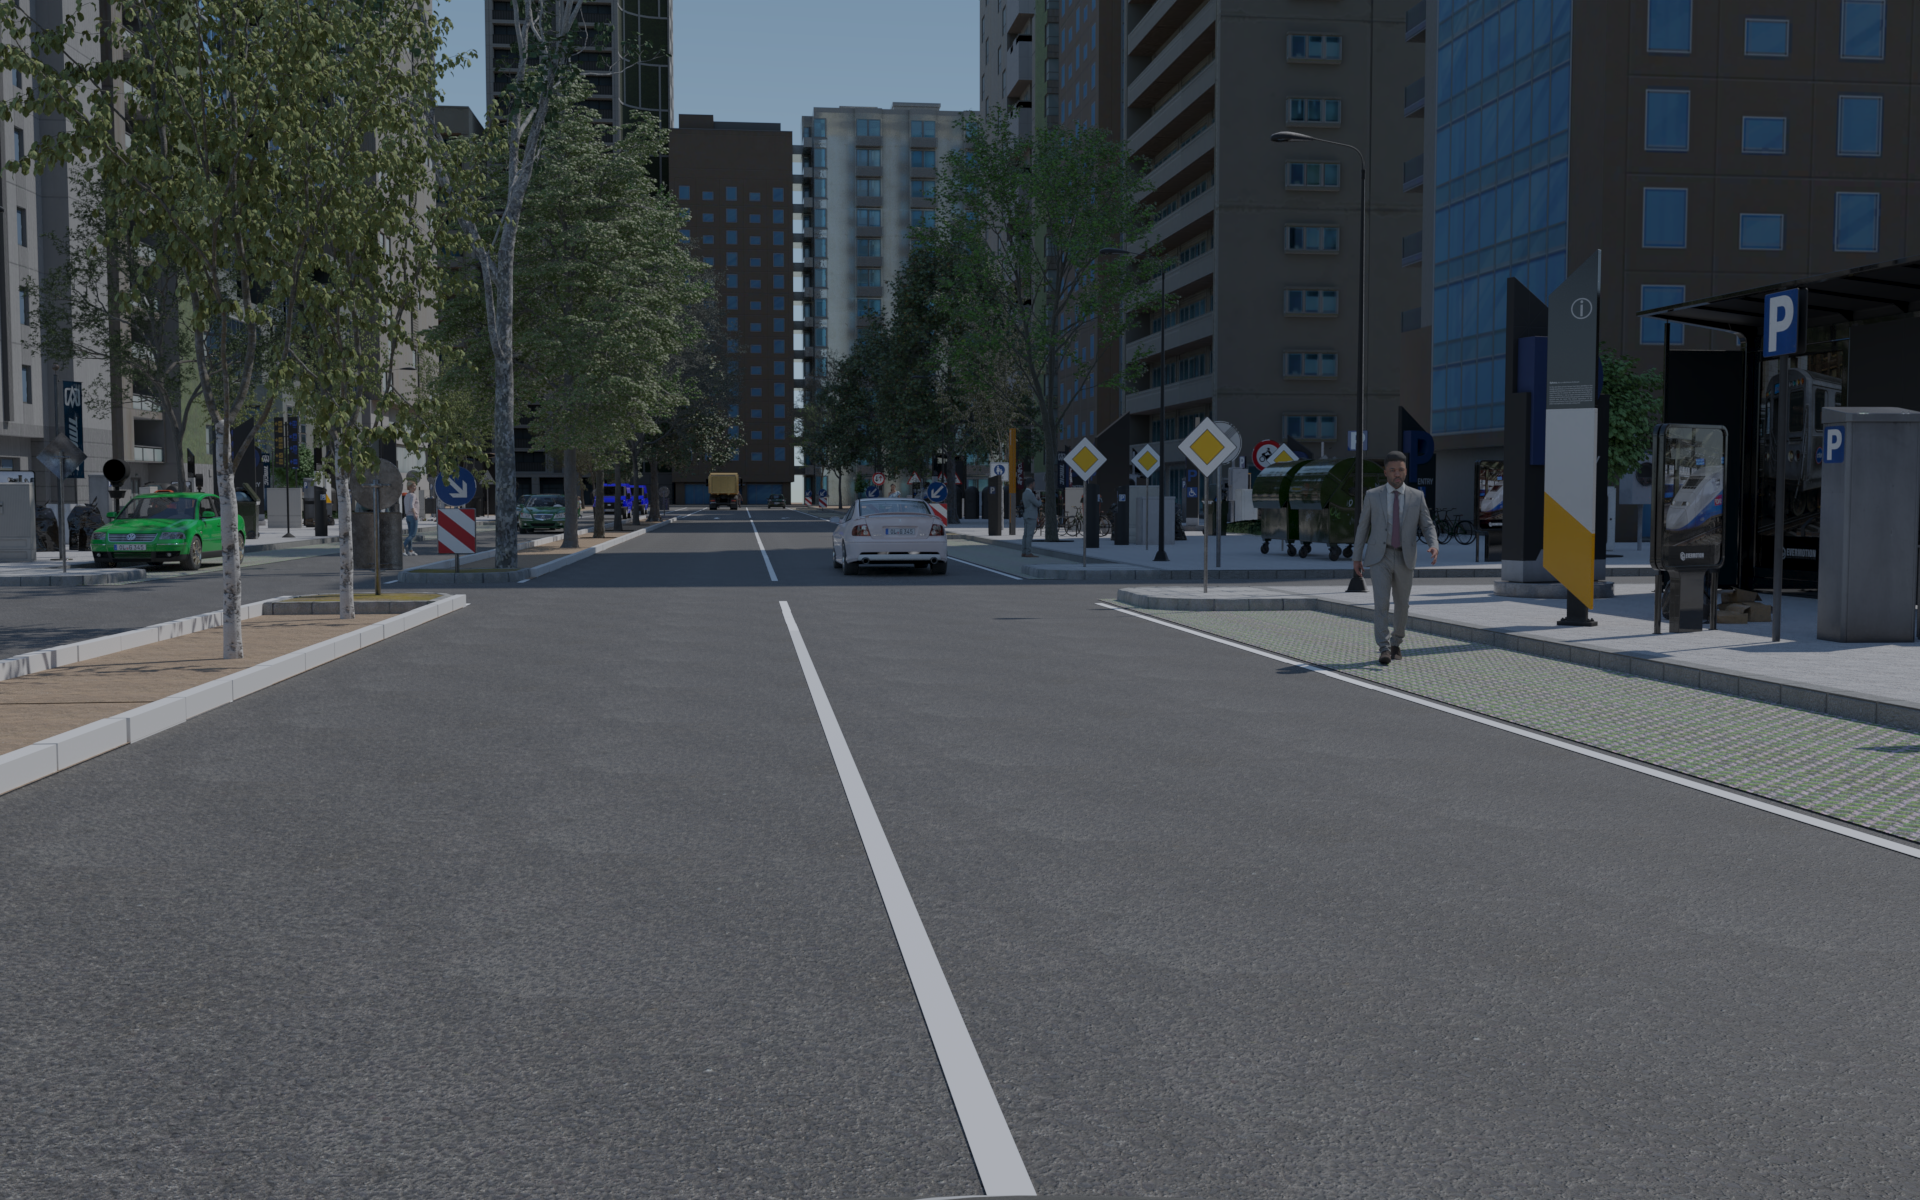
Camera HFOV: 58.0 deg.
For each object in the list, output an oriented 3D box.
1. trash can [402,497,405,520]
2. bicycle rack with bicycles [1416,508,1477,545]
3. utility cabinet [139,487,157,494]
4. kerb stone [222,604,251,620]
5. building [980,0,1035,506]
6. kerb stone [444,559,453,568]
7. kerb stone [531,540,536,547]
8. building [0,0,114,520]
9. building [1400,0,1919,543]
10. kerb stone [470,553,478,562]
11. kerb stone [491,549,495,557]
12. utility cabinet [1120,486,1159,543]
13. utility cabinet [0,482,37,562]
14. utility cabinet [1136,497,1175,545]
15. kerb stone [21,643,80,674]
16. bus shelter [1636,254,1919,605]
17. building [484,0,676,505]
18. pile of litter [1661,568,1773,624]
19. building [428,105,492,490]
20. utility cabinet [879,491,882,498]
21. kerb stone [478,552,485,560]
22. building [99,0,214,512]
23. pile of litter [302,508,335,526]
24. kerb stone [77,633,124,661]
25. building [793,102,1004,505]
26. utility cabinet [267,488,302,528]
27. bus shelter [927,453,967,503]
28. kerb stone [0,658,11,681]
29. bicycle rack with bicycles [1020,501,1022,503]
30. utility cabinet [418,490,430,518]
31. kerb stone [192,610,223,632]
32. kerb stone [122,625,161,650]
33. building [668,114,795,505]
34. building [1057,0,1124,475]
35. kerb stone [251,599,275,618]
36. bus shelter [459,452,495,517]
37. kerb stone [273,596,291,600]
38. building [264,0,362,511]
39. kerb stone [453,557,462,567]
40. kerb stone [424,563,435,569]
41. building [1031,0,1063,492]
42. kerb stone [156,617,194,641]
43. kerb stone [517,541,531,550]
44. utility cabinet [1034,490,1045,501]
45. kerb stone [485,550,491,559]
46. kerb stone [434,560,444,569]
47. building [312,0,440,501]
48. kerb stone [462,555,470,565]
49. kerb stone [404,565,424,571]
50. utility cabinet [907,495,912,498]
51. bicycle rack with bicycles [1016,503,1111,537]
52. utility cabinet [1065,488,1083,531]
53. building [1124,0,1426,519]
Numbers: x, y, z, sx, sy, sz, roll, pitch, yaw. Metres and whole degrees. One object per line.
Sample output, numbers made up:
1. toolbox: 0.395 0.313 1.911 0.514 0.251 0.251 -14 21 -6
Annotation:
1. trash can: -28.235 -4.610 87.026 0.748 1.137 0.748 0 3 0
2. bicycle rack with bicycles: 12.256 -1.906 44.540 2.852 0.926 2.925 -2 4 -28
3. utility cabinet: -24.127 -2.619 51.500 0.318 1.500 1.173 -1 4 -15
4. kerb stone: -8.129 0.178 19.278 0.120 0.150 1.000 0 4 -7
5. building: 16.788 -34.661 155.949 28.713 52.752 27.495 0 4 -7
6. kerb stone: -9.876 -0.665 33.069 0.120 0.150 1.000 0 4 -7
7. kerb stone: -11.539 -1.475 46.309 0.120 0.150 1.000 0 4 -7
8. building: -44.330 -31.444 56.109 21.231 58.520 28.212 0 4 -7
9. building: 22.807 -24.562 51.694 14.200 45.320 14.600 0 4 -7
10. kerb stone: -10.256 -0.853 36.135 0.120 0.150 1.000 0 4 -7
11. kerb stone: -10.636 -1.035 39.183 0.120 0.150 1.000 0 4 -7
12. utility cabinet: 4.680 -2.215 44.896 1.173 1.500 0.318 3 4 39
13. utility cabinet: -18.033 -1.456 32.490 1.173 1.500 0.318 -1 4 -12
14. utility cabinet: 4.946 -2.000 43.862 1.020 1.237 0.306 -2 4 -28
15. kerb stone: -7.485 0.490 14.186 0.120 0.150 1.000 0 4 -7
16. bus shelter: 9.962 -1.727 19.514 1.731 3.624 6.357 0 4 -7
17. building: -44.933 -47.065 207.760 20.611 71.187 20.563 0 4 -7
18. pile of litter: 7.852 -0.235 17.804 1.719 0.858 1.176 -3 4 -39
19. building: -67.229 -35.617 206.031 21.600 48.544 21.300 0 4 -7
20. utility cabinet: -5.005 -5.752 102.728 0.318 1.500 1.173 2 4 24
21. kerb stone: -10.384 -0.911 37.149 0.120 0.150 1.000 0 4 -7
22. building: -46.826 -24.590 85.647 14.154 41.232 14.086 0 4 -7
23. pile of litter: -26.006 -3.424 69.947 1.176 0.858 1.719 3 5 41
24. kerb stone: -7.606 0.430 15.202 0.120 0.150 1.000 0 4 -7
25. building: -5.672 -36.395 214.667 30.456 49.044 23.786 0 4 -7
26. utility cabinet: -25.107 -3.407 64.385 1.173 1.500 0.318 -1 4 -16
27. bus shelter: -0.763 -6.752 101.685 1.731 3.624 6.357 0 4 -7
28. kerb stone: -7.362 0.561 13.172 0.120 0.150 1.000 0 4 -7
29. bicycle rack with bicycles: 3.529 -3.002 62.467 2.852 0.926 2.925 1 4 9
30. utility cabinet: -28.029 -5.009 90.576 0.318 1.500 1.173 0 4 -4
31. kerb stone: -8.004 0.241 18.259 0.120 0.150 1.000 0 4 -7
32. kerb stone: -7.740 0.373 16.218 0.120 0.150 1.000 0 4 -7
33. building: -27.323 -34.123 208.018 14.200 45.320 14.600 0 4 -7
34. building: 14.859 -28.702 119.387 14.600 45.320 14.200 0 4 -7
35. kerb stone: -8.251 0.116 20.293 0.120 0.150 1.000 0 4 -7
36. bus shelter: -27.501 -6.639 99.825 1.731 3.624 6.357 0 4 -7
37. kerb stone: -8.386 0.054 21.306 0.120 0.150 1.000 0 4 -7
38. building: -52.822 -48.981 113.507 22.319 86.520 31.000 0 4 -7
39. kerb stone: -9.997 -0.724 34.088 0.120 0.150 1.000 0 4 -7
40. kerb stone: -9.612 -0.538 31.030 0.120 0.150 1.000 0 4 -7
41. building: 12.396 -27.513 133.430 14.154 41.232 14.086 0 4 -7
42. kerb stone: -7.869 0.303 17.243 0.120 0.150 1.000 0 4 -7
43. kerb stone: -11.417 -1.413 45.294 0.120 0.150 1.000 0 4 -7
44. utility cabinet: 4.864 -5.751 102.702 1.173 1.500 0.318 0 4 6
45. kerb stone: -10.520 -0.975 38.167 0.120 0.150 1.000 0 4 -7
46. kerb stone: -9.741 -0.603 32.055 0.120 0.150 1.000 0 4 -7
47. building: -59.938 -34.078 146.407 27.495 52.752 28.713 0 4 -7
48. kerb stone: -10.126 -0.787 35.114 0.120 0.150 1.000 0 4 -7
49. kerb stone: -9.480 -0.476 30.002 0.120 0.150 1.000 0 4 -7
50. utility cabinet: -2.459 -5.259 97.140 1.020 1.237 0.306 0 4 -7
51. bicycle rack with bicycles: 3.693 -2.411 52.802 2.852 0.926 2.925 -2 4 -33
52. utility cabinet: 4.095 -3.091 59.221 0.318 1.500 1.173 -3 4 -36
53. building: 21.590 -28.746 93.706 21.300 48.544 21.600 0 4 -7
